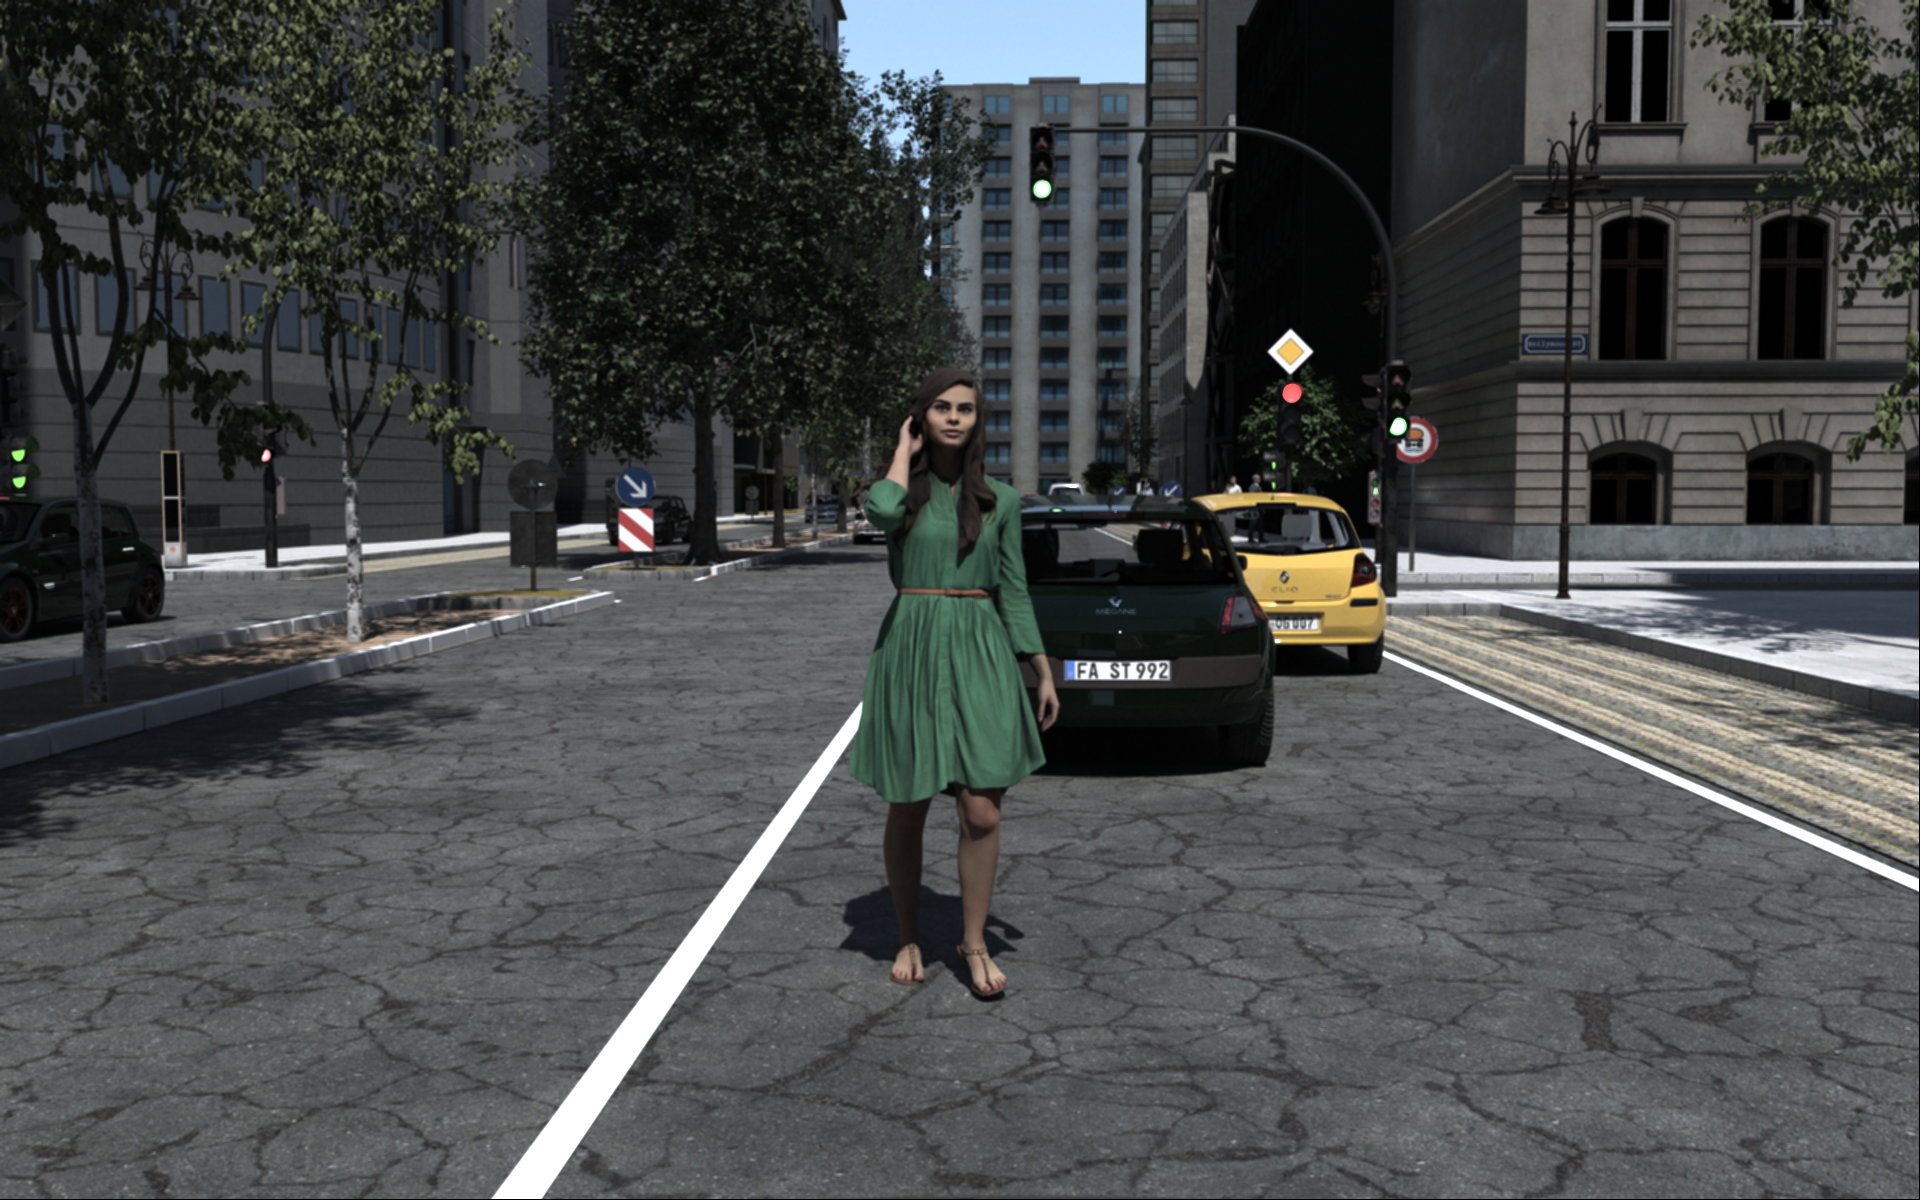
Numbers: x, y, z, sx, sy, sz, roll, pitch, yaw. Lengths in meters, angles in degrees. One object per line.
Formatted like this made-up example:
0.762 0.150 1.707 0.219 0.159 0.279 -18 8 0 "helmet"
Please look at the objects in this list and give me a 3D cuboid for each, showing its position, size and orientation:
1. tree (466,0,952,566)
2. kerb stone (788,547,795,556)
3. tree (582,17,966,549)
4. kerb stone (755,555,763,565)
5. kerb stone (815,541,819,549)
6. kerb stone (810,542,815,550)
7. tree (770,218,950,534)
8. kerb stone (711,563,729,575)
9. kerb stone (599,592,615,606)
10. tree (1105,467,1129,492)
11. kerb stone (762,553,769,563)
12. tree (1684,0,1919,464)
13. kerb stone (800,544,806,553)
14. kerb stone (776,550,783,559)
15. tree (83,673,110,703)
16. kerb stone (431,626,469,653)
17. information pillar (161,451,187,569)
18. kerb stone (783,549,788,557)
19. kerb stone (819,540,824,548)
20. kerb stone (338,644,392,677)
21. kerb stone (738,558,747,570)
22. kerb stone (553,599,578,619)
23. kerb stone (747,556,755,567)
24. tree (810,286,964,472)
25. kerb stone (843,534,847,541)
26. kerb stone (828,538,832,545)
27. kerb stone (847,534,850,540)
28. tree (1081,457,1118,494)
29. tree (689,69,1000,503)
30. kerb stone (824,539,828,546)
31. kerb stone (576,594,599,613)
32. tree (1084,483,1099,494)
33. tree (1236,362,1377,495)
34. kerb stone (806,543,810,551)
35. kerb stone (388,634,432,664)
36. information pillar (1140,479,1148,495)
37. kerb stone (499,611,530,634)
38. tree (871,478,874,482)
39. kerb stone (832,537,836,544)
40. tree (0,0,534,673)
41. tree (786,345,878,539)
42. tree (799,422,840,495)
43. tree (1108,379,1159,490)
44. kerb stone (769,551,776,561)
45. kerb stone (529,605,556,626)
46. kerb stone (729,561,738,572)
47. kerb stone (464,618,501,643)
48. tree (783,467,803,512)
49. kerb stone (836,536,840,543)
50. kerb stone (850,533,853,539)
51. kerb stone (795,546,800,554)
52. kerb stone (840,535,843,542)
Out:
-5.022 -6.996 33.848 9.611 12.733 9.660 0 3 0 "tree"
-4.023 -1.095 40.197 0.120 0.150 1.000 0 4 2 "kerb stone"
-4.703 -8.066 44.709 12.009 13.543 11.850 0 3 0 "tree"
-4.182 -0.788 35.077 0.120 0.150 1.000 0 4 2 "kerb stone"
-3.862 -1.414 45.318 0.120 0.150 1.000 0 4 2 "kerb stone"
-3.887 -1.352 44.294 0.120 0.150 1.000 0 4 2 "kerb stone"
-4.135 -8.163 61.676 9.928 11.665 9.643 0 3 0 "tree"
-4.322 -0.537 30.976 0.120 0.150 1.000 0 4 2 "kerb stone"
-4.613 0.001 22.255 0.120 0.150 1.000 0 4 2 "kerb stone"
11.355 -7.887 123.550 1.663 3.219 1.824 0 3 0 "tree"
-4.156 -0.850 36.099 0.120 0.150 1.000 0 4 2 "kerb stone"
7.889 -3.862 13.506 4.737 8.622 4.395 0 3 0 "tree"
-3.949 -1.227 42.249 0.120 0.150 1.000 0 4 2 "kerb stone"
-4.089 -0.973 38.142 0.120 0.150 1.000 0 4 2 "kerb stone"
-5.880 -3.580 11.359 4.737 8.622 4.395 0 3 0 "tree"
-4.805 0.376 16.092 0.120 0.150 1.000 0 4 2 "kerb stone"
-13.505 -1.546 29.767 0.304 2.012 0.304 0 4 -8 "information pillar"
-4.062 -1.035 39.167 0.120 0.150 1.000 0 4 2 "kerb stone"
-3.819 -1.476 46.340 0.120 0.150 1.000 0 4 2 "kerb stone"
-4.873 0.498 14.048 0.120 0.150 1.000 0 4 2 "kerb stone"
-4.252 -0.660 33.021 0.120 0.150 1.000 0 4 2 "kerb stone"
-4.672 0.124 20.208 0.120 0.150 1.000 0 4 2 "kerb stone"
-4.218 -0.725 34.055 0.120 0.150 1.000 0 4 2 "kerb stone"
-3.689 -9.956 83.370 7.486 12.596 7.792 0 3 0 "tree"
-3.626 -1.846 52.504 0.120 0.150 1.000 0 4 2 "kerb stone"
-3.751 -1.602 48.398 0.120 0.150 1.000 0 4 2 "kerb stone"
-3.588 -1.917 53.533 0.120 0.150 1.000 0 4 2 "kerb stone"
12.133 -10.197 150.438 4.285 4.588 4.351 0 3 0 "tree"
-5.106 -13.116 72.801 12.611 20.169 13.585 0 3 0 "tree"
-3.792 -1.540 47.369 0.120 0.150 1.000 0 4 2 "kerb stone"
-4.636 0.059 21.229 0.120 0.150 1.000 0 4 2 "kerb stone"
12.059 -9.929 156.942 1.663 3.219 1.824 0 3 0 "tree"
8.579 -3.629 43.053 4.285 4.588 4.351 0 3 0 "tree"
-3.923 -1.289 43.273 0.120 0.150 1.000 0 4 2 "kerb stone"
-4.843 0.437 15.069 0.120 0.150 1.000 0 4 2 "kerb stone"
9.004 -4.908 84.743 0.304 2.012 0.304 1 4 22 "information pillar"
-4.737 0.250 18.141 0.120 0.150 1.000 0 4 2 "kerb stone"
-9.260 -11.207 177.836 1.663 3.219 1.824 0 3 0 "tree"
-3.720 -1.665 49.424 0.120 0.150 1.000 0 4 2 "kerb stone"
-5.787 -3.876 16.187 4.737 8.622 4.395 0 3 0 "tree"
-4.537 -6.194 54.085 4.737 8.622 4.395 0 3 0 "tree"
-11.134 -11.659 140.991 4.360 8.622 3.978 0 3 0 "tree"
11.228 -9.697 108.909 4.360 8.622 3.978 0 3 0 "tree"
-4.123 -0.913 37.120 0.120 0.150 1.000 0 4 2 "kerb stone"
-4.698 0.187 19.171 0.120 0.150 1.000 0 4 2 "kerb stone"
-4.282 -0.600 31.999 0.120 0.150 1.000 0 4 2 "kerb stone"
-4.774 0.311 17.119 0.120 0.150 1.000 0 4 2 "kerb stone"
-12.067 -7.933 124.304 1.663 3.219 1.824 0 3 0 "tree"
-3.693 -1.728 50.449 0.120 0.150 1.000 0 4 2 "kerb stone"
-3.568 -1.978 54.560 0.120 0.150 1.000 0 4 2 "kerb stone"
-3.990 -1.164 41.221 0.120 0.150 1.000 0 4 2 "kerb stone"
-3.654 -1.790 51.476 0.120 0.150 1.000 0 4 2 "kerb stone"
